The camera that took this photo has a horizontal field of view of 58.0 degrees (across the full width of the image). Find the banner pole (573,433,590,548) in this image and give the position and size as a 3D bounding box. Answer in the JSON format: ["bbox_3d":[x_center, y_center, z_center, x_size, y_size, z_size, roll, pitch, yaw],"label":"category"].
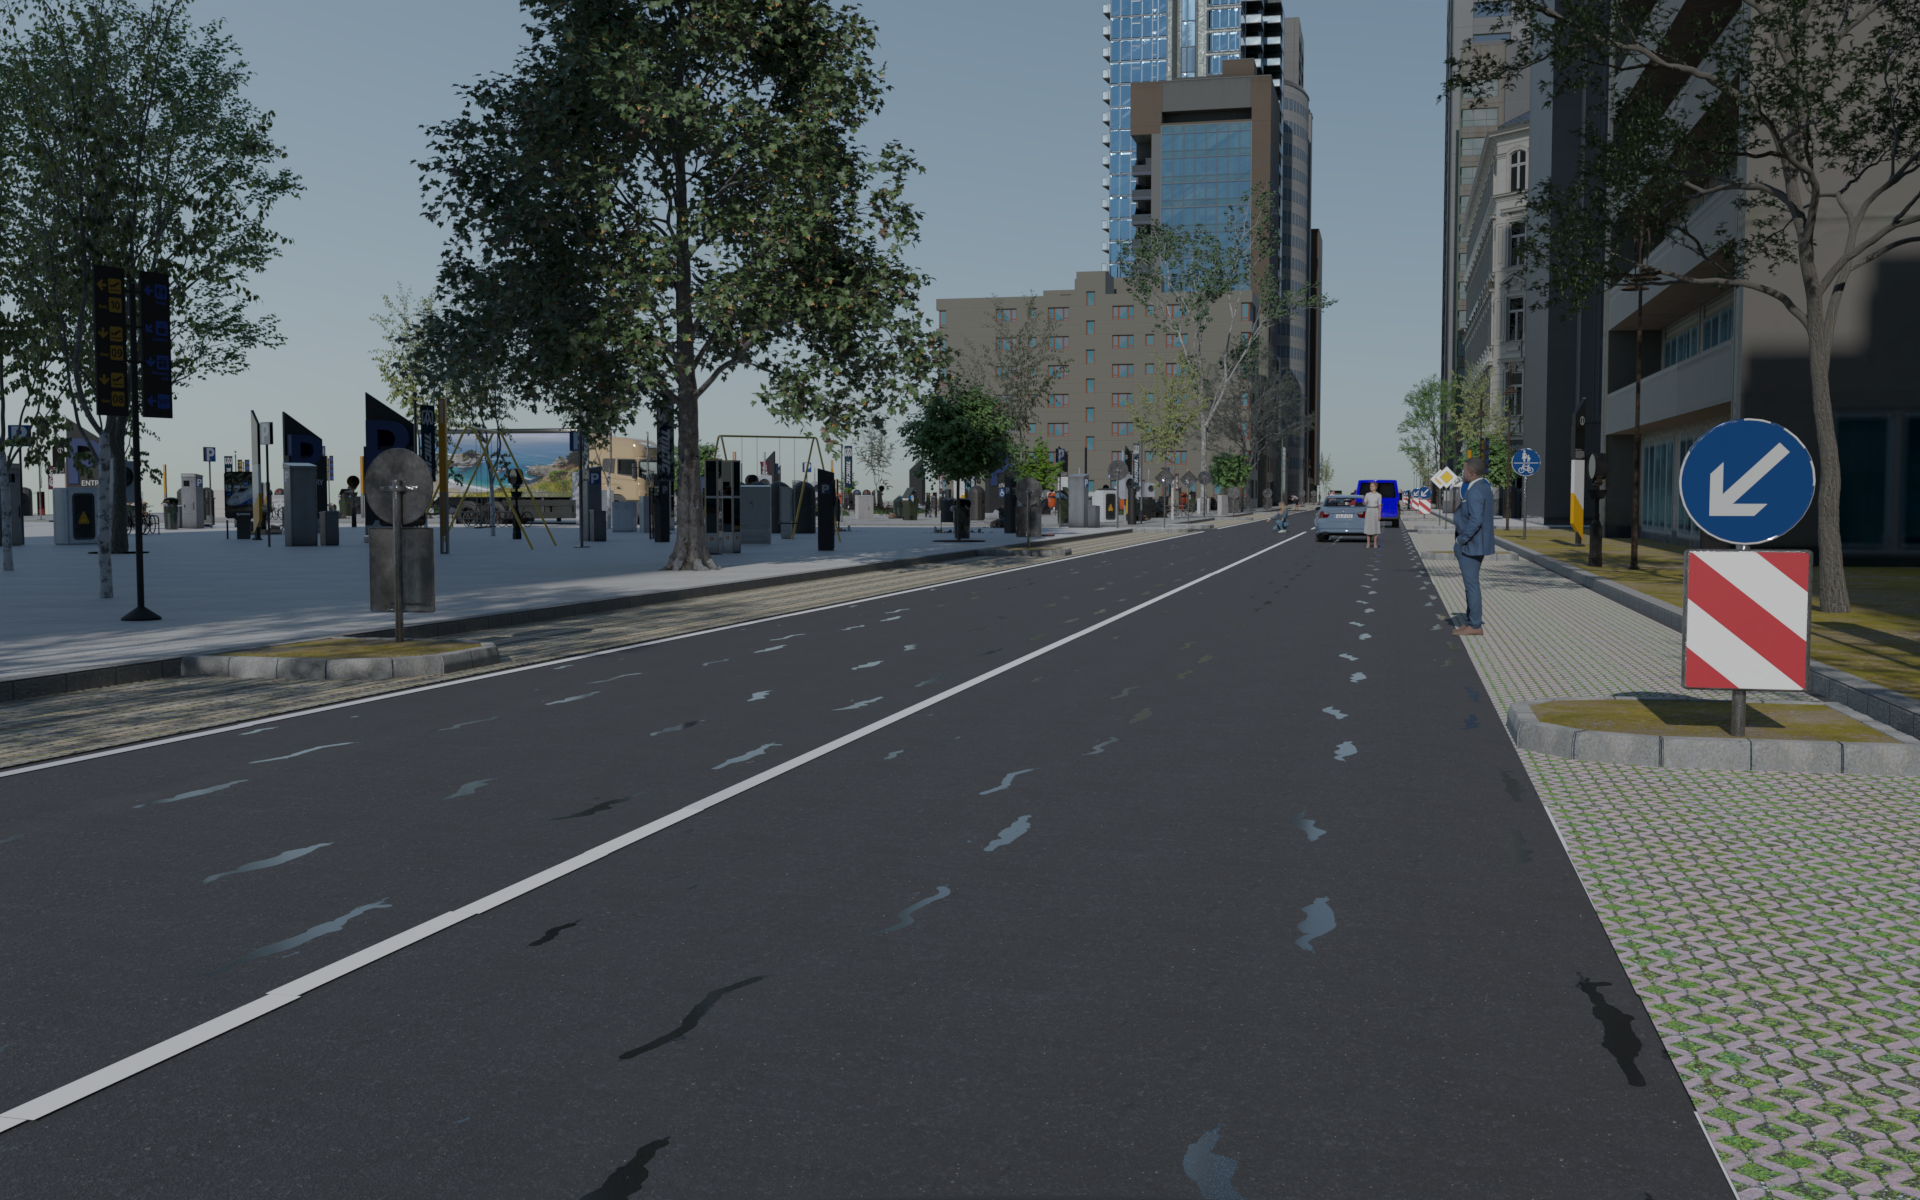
[{"bbox_3d":[-8.960,-3.135,41.274,0.401,3.779,0.863,-2,4,-31],"label":"banner pole"}]

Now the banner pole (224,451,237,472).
[{"bbox_3d":[-42.015,-6.724,99.953,0.863,3.779,0.401,-2,4,-35],"label":"banner pole"}]

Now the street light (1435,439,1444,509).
[{"bbox_3d":[39.539,-10.378,142.474,0.468,5.910,1.993,1,4,14],"label":"street light"}]

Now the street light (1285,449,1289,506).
[{"bbox_3d":[33.912,-12.641,179.467,0.468,5.910,1.993,1,4,14],"label":"street light"}]

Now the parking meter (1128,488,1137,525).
[{"bbox_3d":[7.224,-3.931,72.682,0.372,1.533,0.369,0,3,0],"label":"parking meter"}]

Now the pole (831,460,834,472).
[{"bbox_3d":[-7.643,-6.713,103.597,0.158,3.312,0.155,0,3,0],"label":"pole"}]

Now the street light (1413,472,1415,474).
[{"bbox_3d":[69.993,-17.905,265.531,0.468,5.910,1.993,1,4,14],"label":"street light"}]

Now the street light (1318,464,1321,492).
[{"bbox_3d":[54.114,-17.607,260.665,0.468,5.910,1.993,1,4,14],"label":"street light"}]

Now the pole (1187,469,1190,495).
[{"bbox_3d":[18.509,-8.966,140.430,0.158,3.312,0.155,0,3,0],"label":"pole"}]

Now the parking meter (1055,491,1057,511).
[{"bbox_3d":[7.593,-7.759,135.278,0.372,1.533,0.369,0,3,0],"label":"parking meter"}]

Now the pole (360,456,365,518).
[{"bbox_3d":[-32.064,-6.061,92.946,0.158,3.312,0.155,0,3,0],"label":"pole"}]

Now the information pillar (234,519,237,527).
[{"bbox_3d":[-27.787,-3.806,66.725,0.304,2.012,0.304,-1,4,-9],"label":"information pillar"}]

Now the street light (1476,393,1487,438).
[{"bbox_3d":[23.761,-6.501,79.077,0.468,5.910,1.993,1,4,14],"label":"street light"}]

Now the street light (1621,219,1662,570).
[{"bbox_3d":[11.487,-3.459,29.341,0.468,5.910,1.993,1,4,14],"label":"street light"}]

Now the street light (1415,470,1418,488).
[{"bbox_3d":[61.907,-15.919,233.055,0.468,5.910,1.993,1,4,14],"label":"street light"}]

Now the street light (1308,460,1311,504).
[{"bbox_3d":[46.229,-15.674,229.058,0.468,5.910,1.993,1,4,14],"label":"street light"}]

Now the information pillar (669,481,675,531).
[{"bbox_3d":[-10.247,-3.453,60.944,0.304,2.012,0.304,1,4,19],"label":"information pillar"}]

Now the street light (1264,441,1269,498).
[{"bbox_3d":[26.088,-10.707,147.844,0.468,5.910,1.993,1,4,14],"label":"street light"}]

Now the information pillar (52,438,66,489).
[{"bbox_3d":[-36.906,-4.872,71.006,0.504,3.616,0.183,0,4,-5],"label":"information pillar"}]

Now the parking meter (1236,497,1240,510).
[{"bbox_3d":[22.278,-7.988,139.008,0.372,1.533,0.369,0,3,0],"label":"parking meter"}]

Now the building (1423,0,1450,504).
[{"bbox_3d":[74.425,-48.795,236.051,20.563,71.187,20.611,1,4,14],"label":"building"}]

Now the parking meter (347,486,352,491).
[{"bbox_3d":[-43.080,-7.131,122.309,0.255,1.863,0.399,-2,4,-33],"label":"parking meter"}]

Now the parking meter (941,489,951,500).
[{"bbox_3d":[-0.617,-4.847,87.658,0.372,1.533,0.369,0,3,0],"label":"parking meter"}]

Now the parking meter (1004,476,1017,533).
[{"bbox_3d":[1.653,-3.111,56.579,0.255,1.863,0.399,-3,5,-43],"label":"parking meter"}]

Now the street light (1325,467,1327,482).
[{"bbox_3d":[61.891,-19.564,292.661,0.468,5.910,1.993,1,4,14],"label":"street light"}]

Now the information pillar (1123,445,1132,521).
[{"bbox_3d":[8.084,-5.626,83.332,0.183,3.616,0.504,-2,4,-32],"label":"information pillar"}]

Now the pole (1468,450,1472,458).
[{"bbox_3d":[23.719,-5.310,80.661,0.158,3.312,0.155,0,3,0],"label":"pole"}]

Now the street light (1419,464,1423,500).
[{"bbox_3d":[57.820,-14.901,216.421,0.468,5.910,1.993,1,4,14],"label":"street light"}]

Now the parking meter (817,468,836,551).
[{"bbox_3d":[-3.015,-2.049,39.215,0.399,1.863,0.255,0,4,4],"label":"parking meter"}]

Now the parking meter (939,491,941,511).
[{"bbox_3d":[-1.375,-7.386,129.176,0.372,1.533,0.369,0,3,0],"label":"parking meter"}]

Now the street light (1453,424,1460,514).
[{"bbox_3d":[31.714,-8.444,110.852,0.468,5.910,1.993,1,4,14],"label":"street light"}]

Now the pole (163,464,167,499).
[{"bbox_3d":[-54.627,-7.659,119.061,0.158,3.312,0.155,0,3,0],"label":"pole"}]

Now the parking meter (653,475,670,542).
[{"bbox_3d":[-7.953,-2.473,46.144,0.255,1.863,0.399,3,4,38],"label":"parking meter"}]

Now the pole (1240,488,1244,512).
[{"bbox_3d":[19.821,-7.820,121.696,0.158,3.312,0.155,0,3,0],"label":"pole"}]

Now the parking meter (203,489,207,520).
[{"bbox_3d":[-37.223,-4.688,85.053,0.372,1.533,0.369,0,3,0],"label":"parking meter"}]

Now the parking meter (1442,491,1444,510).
[{"bbox_3d":[37.938,-7.781,135.627,0.372,1.533,0.369,0,3,0],"label":"parking meter"}]

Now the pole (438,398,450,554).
[{"bbox_3d":[-11.047,-2.643,37.049,0.158,3.312,0.155,0,3,0],"label":"pole"}]

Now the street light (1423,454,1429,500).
[{"bbox_3d":[49.968,-12.967,184.805,0.468,5.910,1.993,1,4,14],"label":"street light"}]

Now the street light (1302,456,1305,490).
[{"bbox_3d":[41.987,-14.620,211.826,0.468,5.910,1.993,1,4,14],"label":"street light"}]

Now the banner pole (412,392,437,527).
[{"bbox_3d":[-13.200,-3.217,42.616,0.401,3.779,0.863,2,4,31],"label":"banner pole"}]

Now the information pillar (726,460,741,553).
[{"bbox_3d":[-4.954,-2.020,37.521,0.304,2.012,0.304,2,4,28],"label":"information pillar"}]

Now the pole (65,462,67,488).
[{"bbox_3d":[-56.893,-7.119,110.234,0.158,3.312,0.155,0,3,0],"label":"pole"}]

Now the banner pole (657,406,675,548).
[{"bbox_3d":[-6.763,-3.099,40.682,0.863,3.779,0.401,-3,4,-36],"label":"banner pole"}]

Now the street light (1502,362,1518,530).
[{"bbox_3d":[19.321,-5.393,60.961,0.468,5.910,1.993,1,4,14],"label":"street light"}]

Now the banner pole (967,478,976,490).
[{"bbox_3d":[0.787,-8.356,126.640,0.863,3.779,0.401,0,4,7],"label":"banner pole"}]

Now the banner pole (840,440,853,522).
[{"bbox_3d":[-5.196,-5.427,78.752,0.863,3.779,0.401,3,4,36],"label":"banner pole"}]

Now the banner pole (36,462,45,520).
[{"bbox_3d":[-45.837,-5.892,86.346,0.401,3.779,0.863,-1,4,-18],"label":"banner pole"}]

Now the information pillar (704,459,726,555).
[{"bbox_3d":[-5.207,-1.964,36.606,0.304,2.012,0.304,1,4,10],"label":"information pillar"}]

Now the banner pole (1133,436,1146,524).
[{"bbox_3d":[7.668,-5.166,74.476,0.401,3.779,0.863,-2,4,-31],"label":"banner pole"}]

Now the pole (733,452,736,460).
[{"bbox_3d":[-10.831,-5.468,83.248,0.158,3.312,0.155,0,3,0],"label":"pole"}]
